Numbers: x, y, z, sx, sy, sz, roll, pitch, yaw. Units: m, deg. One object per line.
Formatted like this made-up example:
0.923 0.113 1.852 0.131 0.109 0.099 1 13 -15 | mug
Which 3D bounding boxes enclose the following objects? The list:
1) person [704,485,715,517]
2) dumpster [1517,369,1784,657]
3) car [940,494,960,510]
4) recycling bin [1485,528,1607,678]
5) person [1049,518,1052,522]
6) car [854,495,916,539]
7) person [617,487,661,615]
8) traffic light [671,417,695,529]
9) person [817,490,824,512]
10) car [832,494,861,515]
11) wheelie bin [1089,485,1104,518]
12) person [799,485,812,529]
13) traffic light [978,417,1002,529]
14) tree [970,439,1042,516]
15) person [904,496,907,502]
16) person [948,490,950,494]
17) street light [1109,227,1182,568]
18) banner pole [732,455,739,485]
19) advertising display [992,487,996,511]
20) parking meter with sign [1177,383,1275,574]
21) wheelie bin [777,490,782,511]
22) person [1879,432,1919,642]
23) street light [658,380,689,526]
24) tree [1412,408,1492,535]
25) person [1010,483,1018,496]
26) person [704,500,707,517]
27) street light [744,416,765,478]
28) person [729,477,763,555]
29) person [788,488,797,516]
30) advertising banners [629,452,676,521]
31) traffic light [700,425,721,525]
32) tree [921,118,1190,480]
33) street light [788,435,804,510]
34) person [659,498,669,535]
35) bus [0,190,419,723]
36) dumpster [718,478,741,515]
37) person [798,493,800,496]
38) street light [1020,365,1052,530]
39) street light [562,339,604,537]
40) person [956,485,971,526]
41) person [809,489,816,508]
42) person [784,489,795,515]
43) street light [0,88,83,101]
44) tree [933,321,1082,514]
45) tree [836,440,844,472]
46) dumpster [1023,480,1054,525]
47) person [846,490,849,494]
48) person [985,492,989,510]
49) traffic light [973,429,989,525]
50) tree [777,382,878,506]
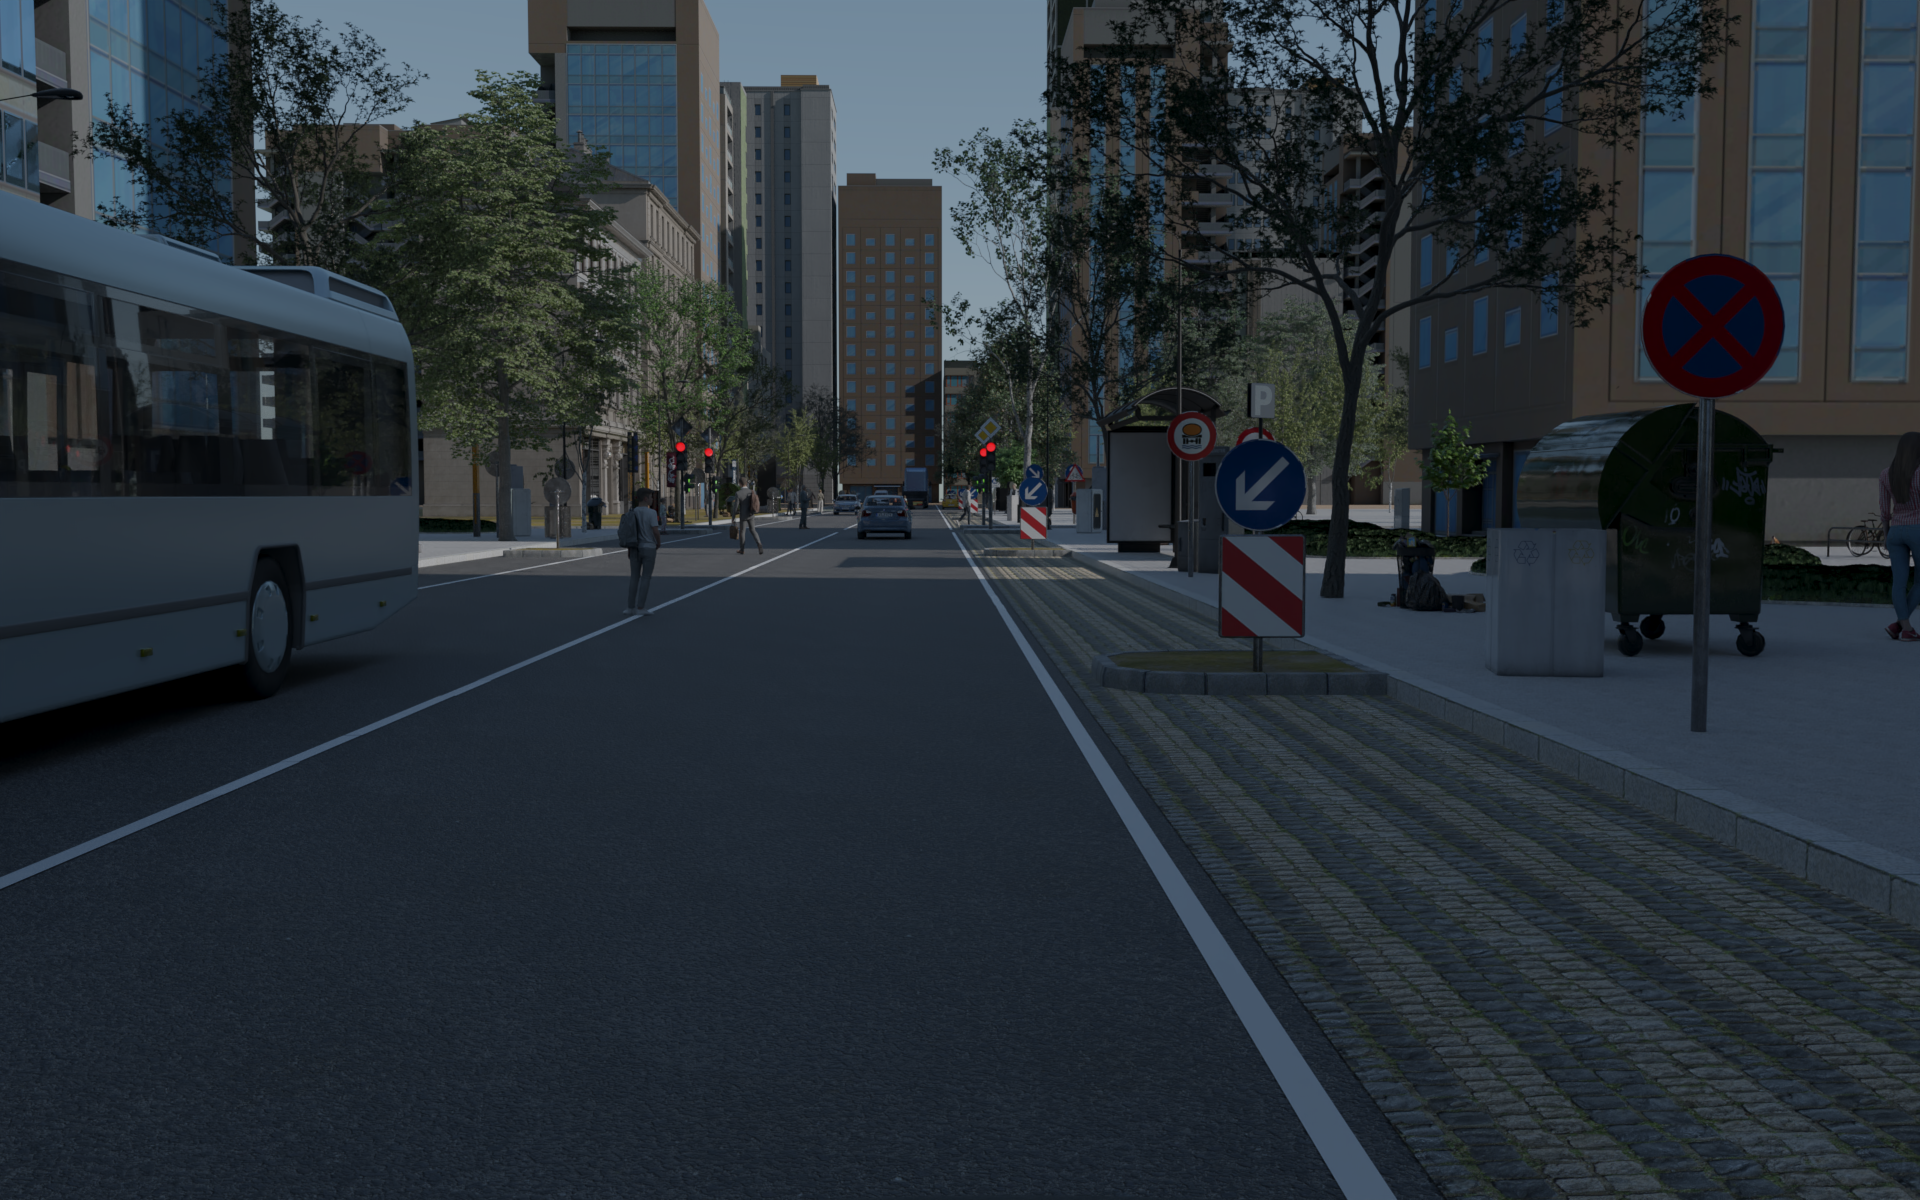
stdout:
-14.099 -5.576 97.488 0.678 1.792 0.850 0 4 2 | person
5.686 -0.728 14.392 1.502 2.255 1.985 0 4 -1 | dumpster
-0.821 -9.226 161.062 2.015 1.641 3.980 0 4 -1 | car
4.204 0.005 12.472 0.722 1.027 0.722 1 4 9 | recycling bin
3.691 -4.197 74.891 0.641 1.798 0.478 3 5 44 | person
-2.440 -2.705 56.228 2.014 1.417 4.499 0 4 -2 | car
-3.792 -0.573 20.468 0.503 1.515 0.523 -1 4 -12 | person
-10.063 -4.520 62.817 0.839 4.253 0.868 0 4 -1 | traffic light
-10.427 -7.348 129.182 0.519 1.759 0.362 -1 4 -17 | person
-7.877 -6.653 120.781 2.014 1.417 4.499 0 4 -1 | car
4.724 -3.251 61.063 0.693 1.594 0.980 1 4 21 | wheelie bin
-6.315 -3.807 70.919 0.590 1.801 0.661 -1 4 -15 | person
1.097 -4.533 63.032 0.839 4.253 0.868 0 4 -1 | traffic light
3.273 -7.249 102.236 4.285 4.588 4.351 0 3 0 | tree
-4.446 -7.767 139.732 0.306 1.304 0.590 0 4 -3 | person
-1.157 -11.045 188.722 1.348 1.869 0.705 -2 4 -24 | person
3.229 -3.504 29.831 1.470 5.913 1.316 0 4 -1 | street light
-14.222 -7.332 109.892 0.401 3.779 0.863 2 4 27 | banner pole
2.599 -7.884 134.117 0.123 1.923 0.974 2 4 27 | advertising display
4.232 -1.939 27.968 0.543 3.016 1.738 -3 4 -37 | parking meter with sign
-13.850 -7.476 130.133 0.980 1.594 0.693 -1 4 -20 | wheelie bin
8.296 -0.552 15.081 0.388 1.821 0.555 -3 5 -42 | person
-11.720 -6.001 70.665 1.470 5.913 1.316 0 4 -1 | street light
10.824 -2.699 38.730 1.663 3.219 1.824 0 3 0 | tree
2.846 -5.209 91.092 0.514 1.842 0.818 0 4 -6 | person
-14.399 -5.357 98.320 0.332 1.250 0.352 0 4 -1 | person
-12.264 -7.983 103.069 1.470 5.913 1.316 0 4 -1 | street light
-5.064 -1.993 41.052 0.622 1.834 0.822 -3 5 -40 | person
-11.144 -6.532 115.150 0.661 1.843 0.795 1 4 16 | person
-12.638 -4.610 71.568 2.074 3.025 0.090 0 4 5 | advertising banners
-10.205 -5.008 70.801 0.839 4.253 0.868 0 4 -1 | traffic light
4.195 -14.049 85.598 12.611 20.169 13.585 0 3 0 | tree
-12.904 -9.984 135.779 1.470 5.913 1.316 0 4 -1 | street light
-10.393 -2.939 60.831 0.394 1.301 0.425 -2 4 -25 | person
-5.960 -0.857 8.875 2.948 3.499 13.247 0 4 -1 | bus
-14.183 -6.361 106.495 1.502 2.255 1.985 0 4 -1 | dumpster
-15.167 -9.795 166.207 1.348 1.822 0.705 -3 5 -41 | person
2.600 -5.475 62.064 1.470 5.913 1.316 0 4 -1 | street light
-11.372 -4.868 52.130 1.470 5.913 1.316 0 4 -1 | street light
0.237 -4.202 77.050 0.795 1.843 0.661 -1 4 -23 | person
-13.846 -9.402 160.319 0.990 1.755 0.434 0 4 1 | person
-11.426 -6.584 116.428 0.850 1.792 0.678 0 4 -3 | person
-10.740 -2.901 19.971 1.470 5.913 1.316 0 4 -1 | street light
3.247 -12.017 113.489 9.611 12.733 9.660 0 3 0 | tree
-14.158 -13.867 177.091 4.737 8.622 4.395 0 3 0 | tree
3.243 -4.046 71.904 1.264 1.857 1.865 0 4 -1 | dumpster
-10.699 -9.605 165.548 0.705 1.822 1.348 2 4 33 | person
2.287 -8.406 143.908 0.576 1.772 0.534 1 4 15 | person
0.954 -5.021 71.016 0.839 4.253 0.868 0 4 -1 | traffic light
-15.100 -17.090 189.788 12.009 13.543 11.850 0 3 0 | tree
